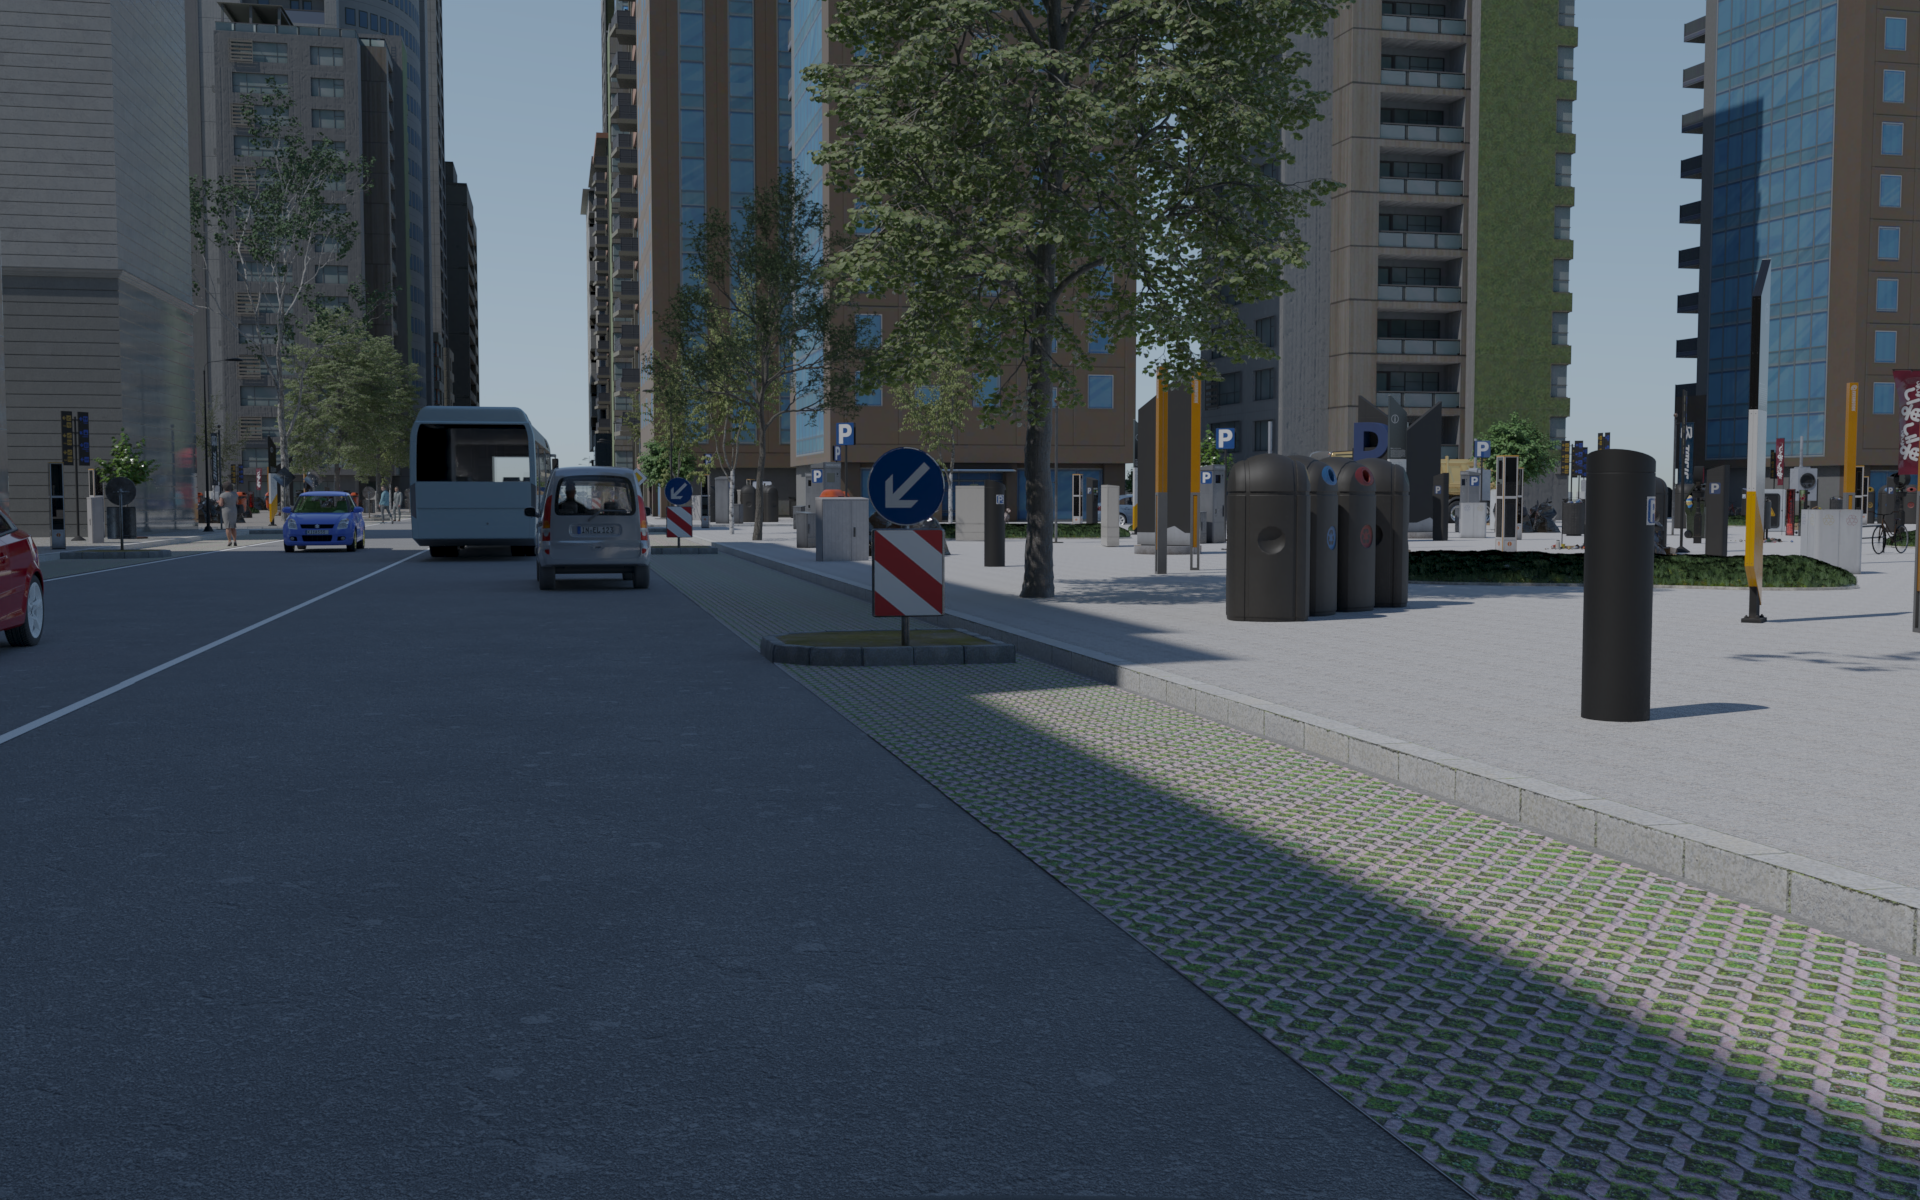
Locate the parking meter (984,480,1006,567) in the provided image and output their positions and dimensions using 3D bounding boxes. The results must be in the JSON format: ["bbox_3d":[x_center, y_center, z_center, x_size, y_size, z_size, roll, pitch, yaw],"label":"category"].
[{"bbox_3d":[0.612,-1.356,30.589,0.372,1.533,0.369,0,3,0],"label":"parking meter"}]

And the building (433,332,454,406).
[{"bbox_3d":[-72.380,-21.469,196.055,27.650,21.520,28.899,-1,4,-13],"label":"building"}]

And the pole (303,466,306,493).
[{"bbox_3d":[-46.663,-7.926,123.432,0.158,3.312,0.155,0,3,0],"label":"pole"}]

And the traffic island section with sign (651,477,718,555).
[{"bbox_3d":[-6.938,-2.026,41.760,1.989,1.847,2.006,-1,4,-13],"label":"traffic island section with sign"}]

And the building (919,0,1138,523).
[{"bbox_3d":[-0.394,-26.519,83.702,14.200,45.320,14.600,-1,4,-13],"label":"building"}]

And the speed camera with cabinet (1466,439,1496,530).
[{"bbox_3d":[18.963,-4.106,61.465,0.660,3.252,2.038,-3,4,-36],"label":"speed camera with cabinet"}]

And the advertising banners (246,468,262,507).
[{"bbox_3d":[-48.016,-7.403,117.220,2.074,3.025,0.090,1,4,22],"label":"advertising banners"}]

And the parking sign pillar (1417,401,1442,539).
[{"bbox_3d":[13.309,-3.778,50.242,1.447,3.967,1.447,-2,4,-27],"label":"parking sign pillar"}]

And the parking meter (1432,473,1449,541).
[{"bbox_3d":[13.169,-2.554,47.468,0.255,1.863,0.399,-2,4,-33],"label":"parking meter"}]

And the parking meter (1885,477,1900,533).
[{"bbox_3d":[31.140,-3.184,57.776,0.255,1.863,0.399,-1,4,-17],"label":"parking meter"}]

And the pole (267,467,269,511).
[{"bbox_3d":[-51.678,-8.301,129.569,0.158,3.312,0.155,0,3,0],"label":"pole"}]

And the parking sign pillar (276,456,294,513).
[{"bbox_3d":[-47.072,-8.071,120.430,1.447,3.967,1.447,-2,4,-27],"label":"parking sign pillar"}]

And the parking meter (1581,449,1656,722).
[{"bbox_3d":[3.751,-0.089,9.871,0.372,1.533,0.369,0,3,0],"label":"parking meter"}]

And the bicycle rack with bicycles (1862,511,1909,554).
[{"bbox_3d":[20.437,-1.422,36.633,2.852,0.926,2.925,3,5,45],"label":"bicycle rack with bicycles"}]

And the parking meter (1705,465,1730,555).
[{"bbox_3d":[15.249,-1.786,34.909,0.255,1.863,0.399,-3,5,-41],"label":"parking meter"}]

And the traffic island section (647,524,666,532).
[{"bbox_3d":[-12.257,-2.667,65.889,2.009,0.180,2.903,-1,4,-13],"label":"traffic island section"}]

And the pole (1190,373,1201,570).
[{"bbox_3d":[3.956,-2.154,29.065,0.158,3.312,0.155,0,3,0],"label":"pole"}]

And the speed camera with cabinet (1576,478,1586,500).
[{"bbox_3d":[40.668,-7.247,112.824,0.660,3.252,2.038,2,4,31],"label":"speed camera with cabinet"}]

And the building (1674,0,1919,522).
[{"bbox_3d":[48.828,-27.002,91.596,14.200,45.320,14.600,-1,4,-13],"label":"building"}]

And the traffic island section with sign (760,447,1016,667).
[{"bbox_3d":[-0.724,-0.407,15.281,1.989,1.847,2.006,-1,4,-13],"label":"traffic island section with sign"}]

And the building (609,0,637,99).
[{"bbox_3d":[-14.391,-28.990,128.609,22.147,44.769,28.867,-1,4,-13],"label":"building"}]

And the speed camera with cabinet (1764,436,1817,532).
[{"bbox_3d":[28.026,-3.951,58.935,2.038,3.252,0.660,0,4,-2],"label":"speed camera with cabinet"}]

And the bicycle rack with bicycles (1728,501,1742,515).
[{"bbox_3d":[39.777,-4.497,86.910,2.852,0.926,2.925,-1,4,-17],"label":"bicycle rack with bicycles"}]

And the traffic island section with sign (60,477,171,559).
[{"bbox_3d":[-18.931,-1.855,38.963,1.989,1.847,2.006,-1,4,-13],"label":"traffic island section with sign"}]

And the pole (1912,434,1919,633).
[{"bbox_3d":[8.926,-1.350,15.918,0.158,3.312,0.155,0,3,0],"label":"pole"}]

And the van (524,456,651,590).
[{"bbox_3d":[-5.864,-1.249,27.430,2.013,2.044,4.112,-1,4,-14],"label":"van"}]

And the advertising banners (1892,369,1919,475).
[{"bbox_3d":[14.087,-1.721,24.323,2.074,3.025,0.090,0,4,1],"label":"advertising banners"}]

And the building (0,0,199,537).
[{"bbox_3d":[-40.545,-16.846,52.920,29.804,29.767,11.434,-1,4,-13],"label":"building"}]

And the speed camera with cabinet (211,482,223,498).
[{"bbox_3d":[-55.235,-8.222,128.759,0.660,3.252,2.038,-1,4,-14],"label":"speed camera with cabinet"}]

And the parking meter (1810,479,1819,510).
[{"bbox_3d":[33.425,-3.797,67.787,0.255,1.863,0.399,2,4,23],"label":"parking meter"}]

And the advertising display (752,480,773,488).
[{"bbox_3d":[-9.318,-4.673,81.619,0.974,1.923,0.123,0,4,2],"label":"advertising display"}]

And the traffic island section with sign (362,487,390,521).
[{"bbox_3d":[-31.456,-5.118,92.299,1.989,1.847,2.006,-1,4,-13],"label":"traffic island section with sign"}]

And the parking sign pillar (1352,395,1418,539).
[{"bbox_3d":[11.262,-3.568,46.805,1.447,3.967,1.447,-3,5,-45],"label":"parking sign pillar"}]

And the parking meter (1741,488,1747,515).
[{"bbox_3d":[32.998,-3.930,72.661,0.372,1.533,0.369,0,3,0],"label":"parking meter"}]

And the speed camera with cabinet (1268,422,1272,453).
[{"bbox_3d":[9.158,-3.232,47.180,2.038,3.252,0.660,2,4,27],"label":"speed camera with cabinet"}]

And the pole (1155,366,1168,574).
[{"bbox_3d":[3.220,-2.069,27.676,0.158,3.312,0.155,0,3,0],"label":"pole"}]

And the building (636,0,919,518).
[{"bbox_3d":[-11.109,-27.460,99.082,14.600,45.320,14.200,-1,4,-13],"label":"building"}]

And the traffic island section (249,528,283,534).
[{"bbox_3d":[-24.566,-2.491,63.013,2.009,0.180,2.903,-1,4,-13],"label":"traffic island section"}]

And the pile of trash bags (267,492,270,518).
[{"bbox_3d":[-38.558,-5.099,93.129,3.447,1.369,1.912,-2,4,-28],"label":"pile of trash bags"}]

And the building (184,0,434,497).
[{"bbox_3d":[-63.139,-38.276,167.813,21.231,58.520,28.212,-1,4,-13],"label":"building"}]

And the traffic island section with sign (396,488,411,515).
[{"bbox_3d":[-37.659,-6.731,118.678,1.989,1.847,2.006,-1,4,-13],"label":"traffic island section with sign"}]

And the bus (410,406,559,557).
[{"bbox_3d":[-11.564,-2.934,42.836,2.948,3.499,13.247,-1,4,-12],"label":"bus"}]

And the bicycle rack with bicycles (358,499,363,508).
[{"bbox_3d":[-46.635,-7.424,134.765,2.925,0.926,2.852,-2,4,-30],"label":"bicycle rack with bicycles"}]

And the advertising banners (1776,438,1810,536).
[{"bbox_3d":[25.572,-3.490,53.250,0.090,3.025,2.074,0,4,-1],"label":"advertising banners"}]

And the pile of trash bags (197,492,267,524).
[{"bbox_3d":[-32.660,-4.111,76.962,1.912,1.369,3.447,0,4,4],"label":"pile of trash bags"}]

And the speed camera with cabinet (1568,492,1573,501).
[{"bbox_3d":[43.014,-7.958,124.447,0.660,3.252,2.038,-2,4,-33],"label":"speed camera with cabinet"}]

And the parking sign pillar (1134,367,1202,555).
[{"bbox_3d":[4.468,-2.975,37.119,1.447,3.967,1.447,3,4,36],"label":"parking sign pillar"}]

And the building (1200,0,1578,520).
[{"bbox_3d":[21.306,-24.751,88.268,14.086,41.232,14.154,-1,4,-13],"label":"building"}]

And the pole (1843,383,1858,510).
[{"bbox_3d":[16.352,-2.323,31.827,0.158,3.312,0.155,0,3,0],"label":"pole"}]

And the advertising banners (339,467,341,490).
[{"bbox_3d":[-41.021,-7.143,112.969,0.090,3.025,2.074,1,4,18],"label":"advertising banners"}]

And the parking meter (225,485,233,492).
[{"bbox_3d":[-45.152,-6.195,107.007,0.255,1.863,0.399,3,5,40],"label":"parking meter"}]

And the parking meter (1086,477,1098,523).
[{"bbox_3d":[4.571,-3.311,59.844,0.255,1.863,0.399,-3,4,-36],"label":"parking meter"}]

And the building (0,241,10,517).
[{"bbox_3d":[-26.065,-13.062,18.076,19.350,26.468,34.151,-1,4,-13],"label":"building"}]

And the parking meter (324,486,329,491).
[{"bbox_3d":[-47.957,-7.683,131.327,0.399,1.863,0.255,-1,4,-10],"label":"parking meter"}]
